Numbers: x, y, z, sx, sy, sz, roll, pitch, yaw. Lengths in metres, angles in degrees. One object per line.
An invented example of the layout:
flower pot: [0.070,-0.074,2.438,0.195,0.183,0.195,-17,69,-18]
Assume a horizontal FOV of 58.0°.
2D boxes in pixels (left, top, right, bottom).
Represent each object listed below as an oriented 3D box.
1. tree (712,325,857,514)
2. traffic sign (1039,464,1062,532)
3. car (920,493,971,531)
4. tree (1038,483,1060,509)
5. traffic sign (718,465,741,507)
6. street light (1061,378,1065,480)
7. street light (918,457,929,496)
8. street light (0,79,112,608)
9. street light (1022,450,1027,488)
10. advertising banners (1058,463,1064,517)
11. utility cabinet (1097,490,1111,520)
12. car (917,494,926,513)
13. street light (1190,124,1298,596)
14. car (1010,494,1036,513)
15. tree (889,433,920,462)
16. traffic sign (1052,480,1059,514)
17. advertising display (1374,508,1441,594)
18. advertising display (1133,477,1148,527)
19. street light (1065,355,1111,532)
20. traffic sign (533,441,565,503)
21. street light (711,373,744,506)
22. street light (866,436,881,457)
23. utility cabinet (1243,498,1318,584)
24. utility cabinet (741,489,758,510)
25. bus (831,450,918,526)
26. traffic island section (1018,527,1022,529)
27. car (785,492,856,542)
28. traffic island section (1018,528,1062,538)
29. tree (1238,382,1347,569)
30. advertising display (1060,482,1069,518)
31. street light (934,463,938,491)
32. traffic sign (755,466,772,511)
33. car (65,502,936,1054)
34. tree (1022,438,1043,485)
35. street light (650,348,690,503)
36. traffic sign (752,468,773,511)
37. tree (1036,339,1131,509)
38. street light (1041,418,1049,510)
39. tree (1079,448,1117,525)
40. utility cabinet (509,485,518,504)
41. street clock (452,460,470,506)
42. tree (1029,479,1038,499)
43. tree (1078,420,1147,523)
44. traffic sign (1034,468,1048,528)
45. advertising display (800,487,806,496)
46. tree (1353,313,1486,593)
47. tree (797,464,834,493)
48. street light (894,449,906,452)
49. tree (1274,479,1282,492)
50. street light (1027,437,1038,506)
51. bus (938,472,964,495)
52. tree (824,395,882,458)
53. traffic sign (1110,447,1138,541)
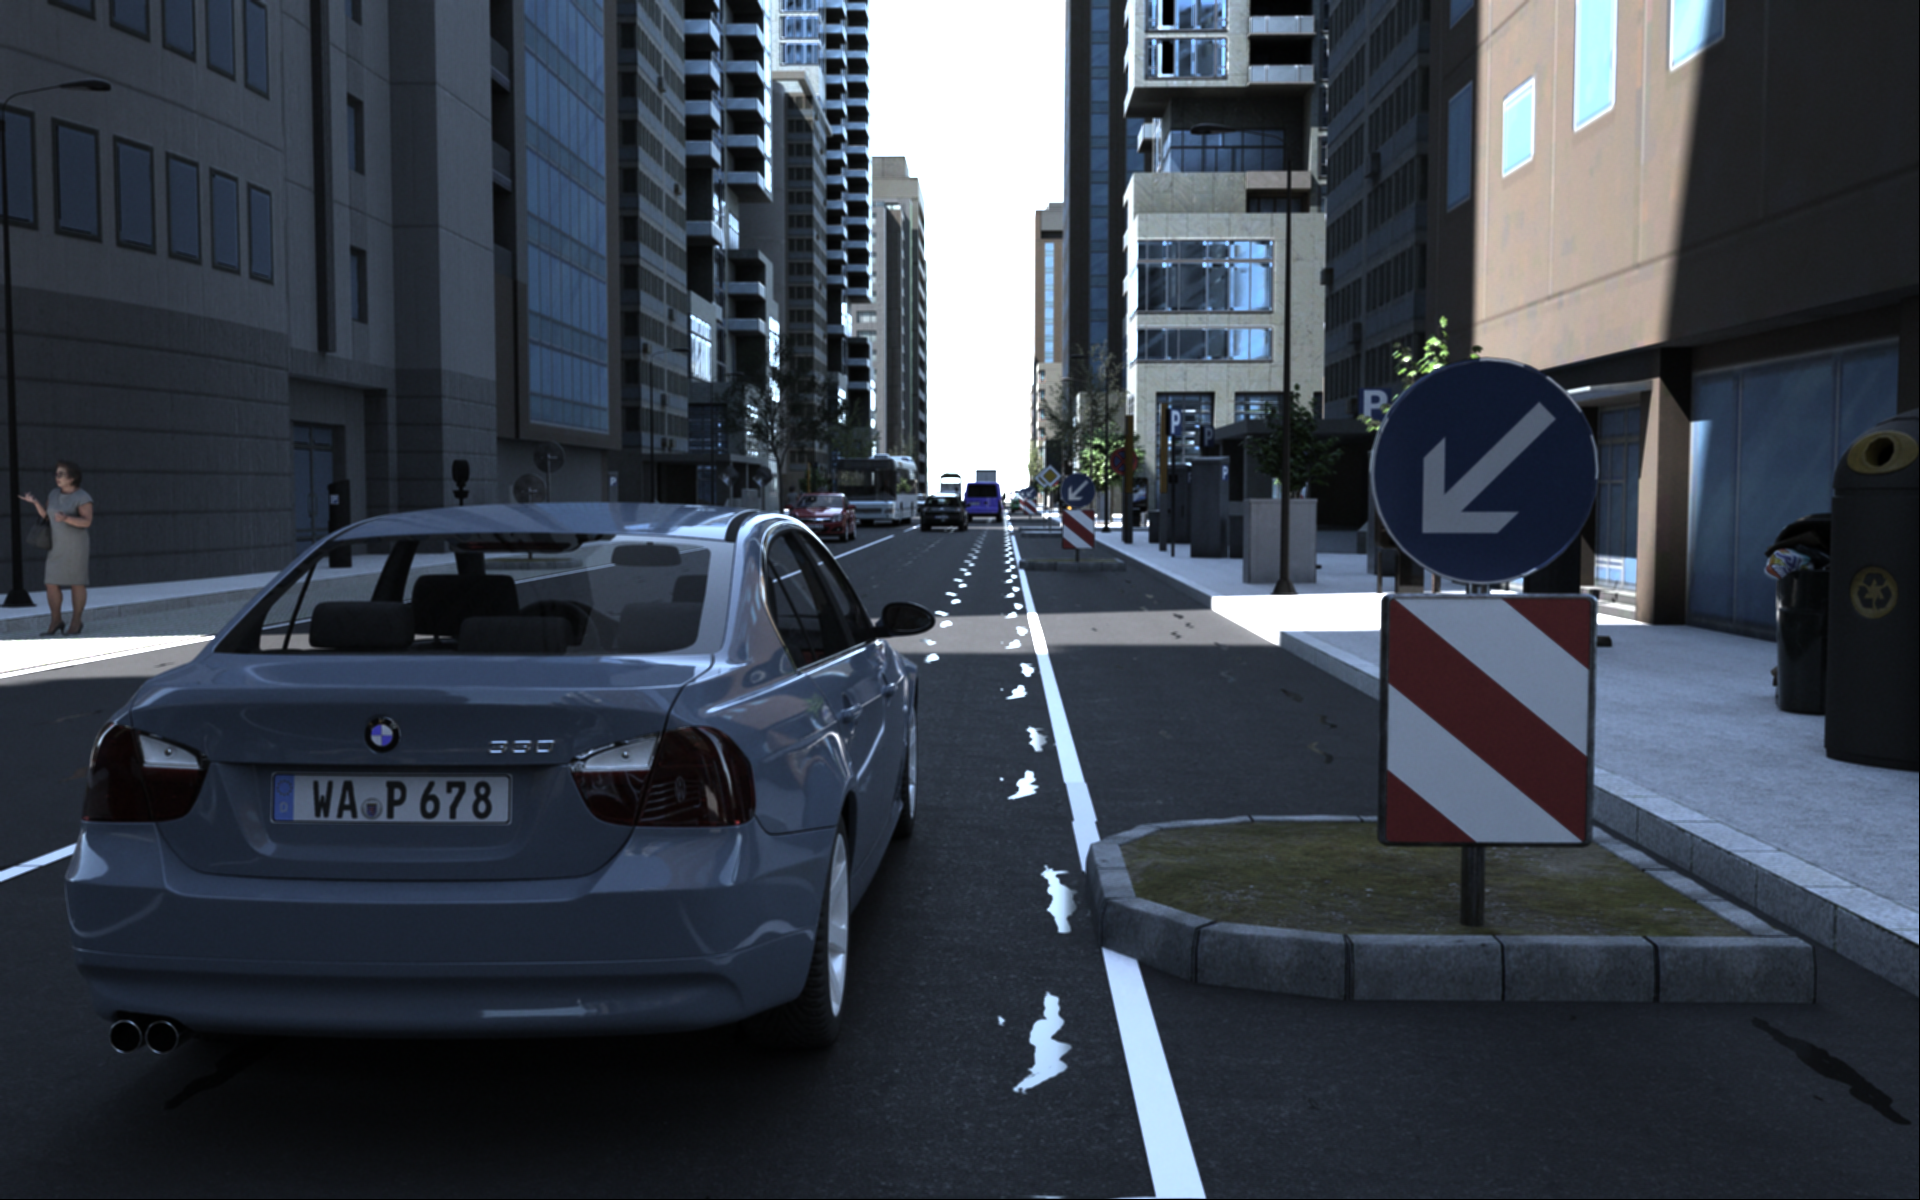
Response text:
tree: [-9.695,-9.807,94.765,8.767,10.594,7.601,0,4,4]
traffic sign: [3.027,-3.337,58.195,0.795,2.450,0.064,0,4,1]
car: [-0.604,-3.571,68.168,2.009,1.686,4.222,0,4,3]
tree: [8.215,-9.835,155.397,1.663,3.219,1.824,0,3,0]
traffic sign: [-7.764,-3.354,58.477,0.795,2.450,0.064,0,4,1]
street light: [4.717,-5.921,69.357,1.470,5.913,1.316,0,4,1]
street light: [-5.193,-15.503,226.015,1.470,5.913,1.316,0,4,1]
street light: [-10.194,-2.875,19.549,1.470,5.913,1.316,0,4,1]
street light: [7.525,-12.769,181.315,1.470,5.913,1.316,0,4,1]
advertising banners: [5.676,-6.170,97.072,0.090,3.025,2.074,1,4,11]
utility cabinet: [7.157,-4.733,86.060,0.318,1.500,1.173,-1,4,-17]
car: [-3.109,-6.689,119.157,2.009,1.686,4.222,0,4,-1]
street light: [3.589,-3.018,21.889,1.470,5.913,1.316,0,4,1]
car: [4.657,-7.288,127.953,1.959,1.807,4.718,0,4,0]
tree: [-6.659,-15.389,201.971,4.360,8.622,3.978,0,3,0]
traffic sign: [6.078,-6.930,113.404,0.768,2.556,0.104,0,4,3]
advertising display: [5.805,-1.046,22.324,0.974,1.923,0.123,-1,4,-16]
advertising display: [6.837,-3.787,67.139,0.974,1.923,0.123,2,4,33]
street light: [4.365,-5.223,57.932,1.470,5.913,1.316,0,4,1]
traffic sign: [-9.875,-2.538,41.609,0.768,2.556,0.104,0,4,5]
street light: [-8.951,-5.735,66.311,1.470,5.913,1.316,0,4,1]
street light: [-7.172,-10.416,142.848,1.470,5.913,1.316,0,4,1]
utility cabinet: [4.609,-0.845,24.976,1.020,1.237,0.306,-1,4,-10]
utility cabinet: [-9.059,-4.045,74.807,0.318,1.500,1.173,1,4,16]
bus: [-3.742,-5.211,80.064,2.948,3.499,13.247,0,4,3]
traffic island section: [3.245,-2.689,66.254,2.009,0.180,2.903,0,4,1]
car: [-4.209,-2.683,52.908,2.155,1.783,4.494,0,4,1]
traffic island section: [3.051,-2.201,58.271,2.009,0.180,2.903,0,4,1]
tree: [5.877,-2.161,29.936,1.663,3.219,1.824,0,3,0]
advertising display: [5.654,-5.410,93.672,0.123,1.923,0.974,-1,4,-23]
street light: [-4.202,-17.696,261.864,1.470,5.913,1.316,0,4,1]
traffic sign: [-8.964,-4.832,79.112,0.768,2.556,0.104,0,4,3]
car: [-1.116,0.379,5.800,2.014,1.417,4.499,0,4,2]
tree: [9.858,-16.758,224.355,4.737,8.622,4.395,0,3,0]
street light: [-9.286,-5.057,55.223,1.470,5.913,1.316,0,4,1]
traffic sign: [-7.569,-3.842,66.460,0.795,2.450,0.064,0,4,1]
tree: [6.015,-8.063,82.192,4.360,8.622,3.978,0,3,0]
street light: [5.725,-8.117,105.247,1.470,5.913,1.316,0,4,1]
tree: [5.842,-4.788,72.887,1.663,3.219,1.824,0,3,0]
utility cabinet: [-9.931,-1.891,39.594,0.318,1.500,1.173,1,4,9]
street clock: [-10.573,-1.967,36.725,0.358,2.002,0.471,-2,4,-34]
tree: [8.503,-12.067,191.894,1.663,3.219,1.824,0,3,0]
tree: [6.702,-5.693,76.797,4.285,4.588,4.351,0,3,0]
traffic sign: [3.221,-3.825,66.177,0.795,2.450,0.064,0,4,1]
advertising display: [-11.133,-7.339,125.214,0.974,1.923,0.123,2,4,24]
tree: [5.148,-1.469,18.618,1.663,3.219,1.824,0,3,0]
tree: [-9.125,-7.083,110.407,1.663,3.219,1.824,0,3,0]
street light: [-6.292,-12.634,179.100,1.470,5.913,1.316,0,4,1]
tree: [16.378,-6.148,84.232,4.285,4.588,4.351,0,3,0]
street light: [6.566,-10.587,145.642,1.470,5.913,1.316,0,4,1]
bus: [-1.053,-12.572,197.096,2.896,3.916,12.252,0,4,0]
tree: [-8.190,-10.973,129.776,4.737,8.622,4.395,0,3,0]
traffic sign: [4.445,-2.871,47.053,0.768,2.556,0.104,0,4,4]
